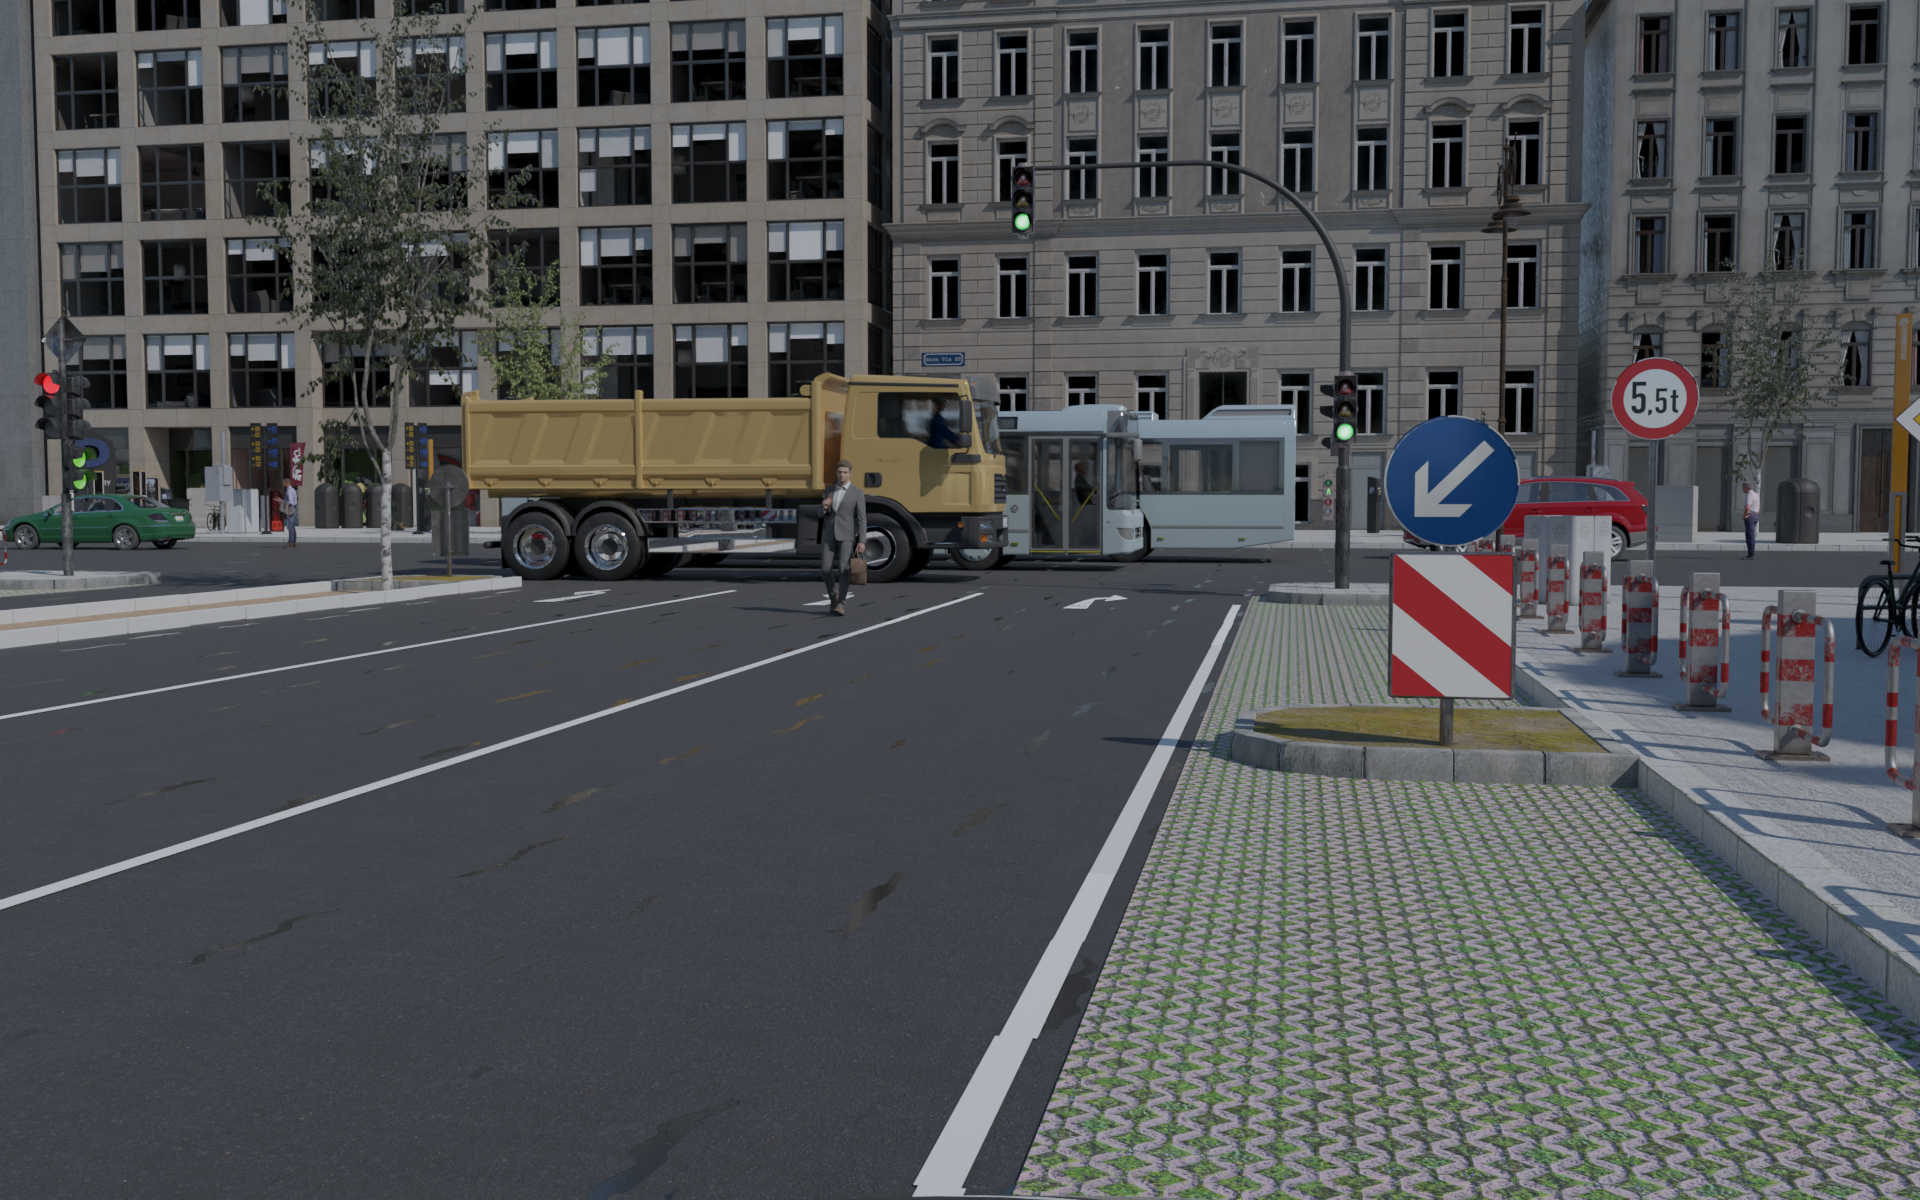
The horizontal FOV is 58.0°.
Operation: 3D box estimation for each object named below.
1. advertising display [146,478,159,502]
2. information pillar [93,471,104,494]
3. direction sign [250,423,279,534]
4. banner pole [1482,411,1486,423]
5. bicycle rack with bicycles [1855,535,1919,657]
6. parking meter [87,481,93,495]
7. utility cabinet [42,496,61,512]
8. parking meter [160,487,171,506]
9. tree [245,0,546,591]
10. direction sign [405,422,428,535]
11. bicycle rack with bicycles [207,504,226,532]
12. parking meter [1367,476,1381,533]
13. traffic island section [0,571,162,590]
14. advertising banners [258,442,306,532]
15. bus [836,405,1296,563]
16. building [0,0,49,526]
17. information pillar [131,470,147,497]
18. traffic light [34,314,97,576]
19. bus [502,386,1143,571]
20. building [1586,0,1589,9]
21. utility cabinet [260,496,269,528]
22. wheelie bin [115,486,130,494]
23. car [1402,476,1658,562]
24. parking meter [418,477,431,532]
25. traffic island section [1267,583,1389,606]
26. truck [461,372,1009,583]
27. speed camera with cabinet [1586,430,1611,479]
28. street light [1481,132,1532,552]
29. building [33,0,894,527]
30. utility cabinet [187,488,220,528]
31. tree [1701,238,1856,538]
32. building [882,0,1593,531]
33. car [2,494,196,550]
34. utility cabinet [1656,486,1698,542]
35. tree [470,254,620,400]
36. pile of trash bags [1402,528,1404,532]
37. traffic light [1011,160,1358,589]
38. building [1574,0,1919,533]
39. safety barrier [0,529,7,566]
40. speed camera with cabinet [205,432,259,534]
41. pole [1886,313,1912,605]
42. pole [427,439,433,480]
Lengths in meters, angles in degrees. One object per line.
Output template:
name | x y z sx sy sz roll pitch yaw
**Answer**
advertising display | -32.143 -3.875 68.568 0.974 1.923 0.123 1 4 21
information pillar | -27.456 -3.103 55.230 0.304 2.012 0.304 -2 4 -28
direction sign | -22.141 -3.865 55.185 0.876 3.537 0.379 0 4 1
banner pole | 15.743 -3.803 52.201 0.401 3.779 0.863 1 4 21
bicycle rack with bicycles | 8.343 -0.025 13.791 2.925 0.926 2.852 -1 4 -18
parking meter | -28.484 -3.129 56.865 0.255 1.863 0.399 -3 4 -36
utility cabinet | -35.326 -3.438 67.381 0.306 1.237 1.020 0 4 -2
parking meter | -29.504 -3.423 64.374 0.372 1.533 0.369 0 3 0
tree | -8.042 -4.376 24.375 4.360 8.622 3.978 0 3 0
direction sign | -17.213 -3.847 54.893 0.379 3.537 0.876 2 4 31
bicycle rack with bicycles | -25.883 -2.817 59.436 2.852 0.926 2.925 -2 4 -24
parking meter | 13.516 -3.109 56.538 0.399 1.863 0.255 3 5 42
traffic island section | -13.996 -0.299 27.172 2.009 0.180 2.903 1 4 11
advertising banners | -23.166 -3.816 58.572 2.074 3.025 0.090 0 4 -5
bus | 0.560 -2.623 37.741 13.247 3.499 2.948 1 4 11
building | -45.955 -15.833 76.893 19.932 24.808 12.078 1 4 11
information pillar | -25.443 -3.011 53.723 0.304 2.012 0.304 0 4 7
traffic light | -13.959 -2.331 27.030 0.839 4.253 0.868 1 4 11
bus | -2.253 -2.389 33.921 13.247 3.499 2.948 1 4 11
building | 48.469 -28.930 123.121 14.600 45.320 14.200 1 4 11
utility cabinet | -25.813 -3.279 64.779 0.306 1.237 1.020 -3 5 -41
wheelie bin | -32.465 -3.608 66.896 0.693 1.594 0.980 2 4 28
car | 12.410 -1.785 37.854 5.304 1.827 2.281 1 4 11
parking meter | -18.355 -3.281 59.361 0.399 1.863 0.255 3 4 38
traffic island section | 5.194 -0.074 23.488 2.009 0.180 2.903 1 4 11
truck | -3.275 -2.034 29.175 9.791 3.379 3.469 1 4 9
speed camera with cabinet | 19.842 -3.603 53.247 0.660 3.252 2.038 0 4 4
street light | 7.093 -3.049 22.640 0.468 5.910 1.993 1 4 11
building | -18.433 -16.586 75.695 34.151 26.468 19.350 1 4 11
utility cabinet | -28.332 -3.443 64.979 1.173 1.500 0.318 -1 4 -9
tree | 23.720 -6.154 50.981 4.360 8.622 3.978 0 3 0
building | 10.428 -16.481 66.723 25.104 27.353 12.463 1 4 11
car | -22.484 -2.041 45.171 4.920 1.459 2.131 1 4 9
utility cabinet | 18.813 -2.262 45.670 0.318 1.500 1.173 -3 5 -43
tree | -13.050 -6.335 53.941 4.737 8.622 4.395 0 3 0
pile of trash bags | 15.624 -2.943 57.876 3.447 1.369 1.912 -3 5 -40
traffic light | 3.085 -2.995 23.635 4.771 5.953 1.251 1 4 11
building | 31.354 -12.952 60.908 18.267 20.994 9.793 1 4 11
safety barrier | -15.644 -0.820 27.677 0.300 0.817 1.120 1 4 11
speed camera with cabinet | -23.569 -3.775 56.063 0.660 3.252 2.038 1 4 12
pole | 10.693 -1.582 19.715 0.158 3.312 0.155 0 3 0
pole | -19.760 -4.332 64.672 0.158 3.312 0.155 0 3 0
